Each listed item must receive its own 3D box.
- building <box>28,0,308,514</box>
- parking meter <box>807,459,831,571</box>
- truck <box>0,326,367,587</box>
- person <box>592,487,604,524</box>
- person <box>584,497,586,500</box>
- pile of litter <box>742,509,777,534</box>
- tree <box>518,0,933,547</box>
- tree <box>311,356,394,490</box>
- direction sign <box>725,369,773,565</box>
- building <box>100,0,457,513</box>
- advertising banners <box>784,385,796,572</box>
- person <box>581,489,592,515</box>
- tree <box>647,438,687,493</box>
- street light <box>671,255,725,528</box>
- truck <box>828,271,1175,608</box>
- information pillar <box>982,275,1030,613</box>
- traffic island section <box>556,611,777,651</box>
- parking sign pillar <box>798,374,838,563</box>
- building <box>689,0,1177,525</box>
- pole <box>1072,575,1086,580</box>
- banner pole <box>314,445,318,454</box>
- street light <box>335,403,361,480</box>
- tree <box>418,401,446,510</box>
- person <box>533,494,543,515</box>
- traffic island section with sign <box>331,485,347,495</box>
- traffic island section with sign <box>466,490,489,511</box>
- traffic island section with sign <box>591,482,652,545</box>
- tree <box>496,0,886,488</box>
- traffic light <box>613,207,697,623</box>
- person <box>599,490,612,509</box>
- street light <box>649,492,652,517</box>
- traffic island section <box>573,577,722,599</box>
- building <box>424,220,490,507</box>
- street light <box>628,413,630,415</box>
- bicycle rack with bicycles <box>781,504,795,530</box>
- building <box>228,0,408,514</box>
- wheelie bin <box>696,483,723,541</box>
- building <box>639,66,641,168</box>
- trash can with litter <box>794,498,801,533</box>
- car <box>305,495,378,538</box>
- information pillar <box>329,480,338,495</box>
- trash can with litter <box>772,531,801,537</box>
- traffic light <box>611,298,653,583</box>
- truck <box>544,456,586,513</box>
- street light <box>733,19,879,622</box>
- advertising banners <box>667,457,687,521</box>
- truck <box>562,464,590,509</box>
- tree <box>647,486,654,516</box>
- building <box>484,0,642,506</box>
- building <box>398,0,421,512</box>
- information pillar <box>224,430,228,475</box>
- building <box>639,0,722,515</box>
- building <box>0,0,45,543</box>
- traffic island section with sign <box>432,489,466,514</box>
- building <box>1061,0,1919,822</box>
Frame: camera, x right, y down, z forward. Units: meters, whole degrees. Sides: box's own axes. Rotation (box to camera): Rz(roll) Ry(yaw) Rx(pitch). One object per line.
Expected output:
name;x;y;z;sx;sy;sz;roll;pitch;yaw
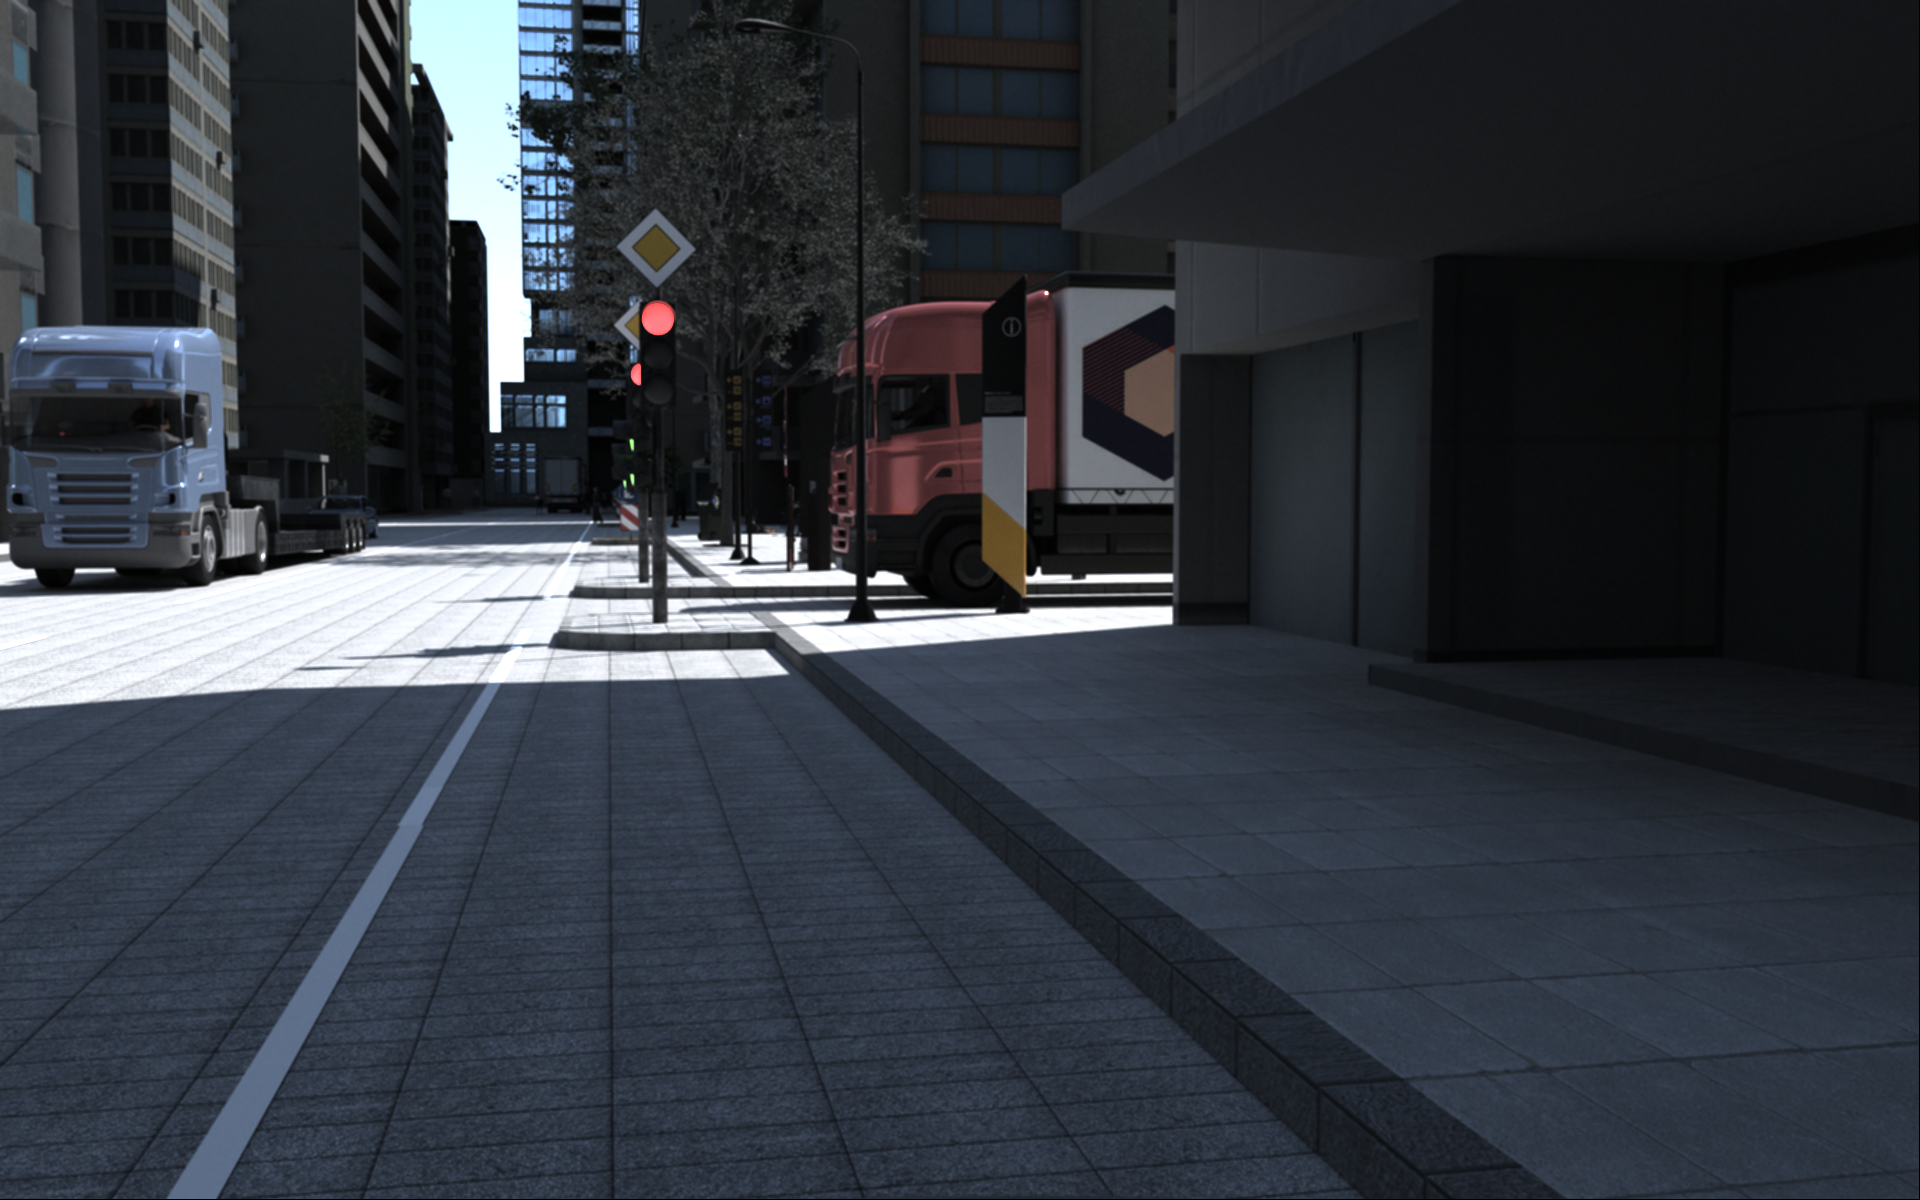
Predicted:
building;-42.985;-23.004;67.993;32.217;40.220;23.993;-1;4;-11
parking meter;-2.365;-1.425;29.013;0.255;1.863;0.399;-3;4;-38
truck;-14.213;-2.684;33.637;2.967;4.110;18.799;-1;4;-11
person;-17.537;-4.568;83.613;0.576;1.772;0.534;2;4;35
person;-33.212;-8.910;154.180;0.705;1.824;1.348;-2;4;-29
pile of litter;-6.528;-2.589;56.291;1.176;0.858;1.719;0;4;-3
tree;-5.604;-8.056;42.091;12.009;13.543;11.850;0;3;0
tree;-33.094;-8.761;93.600;4.737;8.622;4.395;0;3;0
direction sign;-3.838;-2.418;31.538;0.876;3.537;0.379;0;4;6
building;-57.452;-28.181;152.633;23.993;40.220;32.217;-1;4;-11
advertising banners;-2.848;-1.997;28.837;0.090;3.025;2.074;0;4;-2
person;-26.088;-6.913;121.543;0.705;1.822;1.348;3;4;37
tree;-16.759;-6.865;95.954;4.285;4.588;4.351;0;3;0
street light;-4.876;-3.736;33.623;1.470;5.913;1.316;-1;4;-11
truck;3.266;-2.112;23.443;11.283;4.237;2.839;-1;4;-13
information pillar;0.491;-1.669;18.648;0.504;3.616;0.183;1;4;13
traffic island section;-2.965;0.307;17.262;2.009;0.180;2.903;-1;4;-11
parking sign pillar;-2.373;-2.721;32.956;1.447;3.967;1.447;0;4;0
building;-1.138;-26.054;80.606;22.147;44.769;28.867;-1;4;-11
pole;1.786;-1.961;25.907;0.158;3.312;0.155;0;3;0
banner pole;-32.629;-5.981;87.814;0.401;3.779;0.863;-1;4;-8
street light;-31.339;-7.104;88.696;1.470;5.913;1.316;-1;4;-11
tree;-42.524;-11.347;135.888;4.360;8.622;3.978;0;3;0
person;-29.422;-6.665;120.661;0.799;1.438;0.628;0;4;3
traffic island section with sign;-26.354;-3.969;73.521;1.989;1.847;2.006;-1;4;-11
traffic island section with sign;-41.792;-8.622;149.595;1.989;1.847;2.006;-1;4;-11
traffic island section with sign;-9.496;-2.492;49.374;1.989;1.847;2.006;-1;4;-11
tree;-8.931;-12.327;57.434;12.611;20.169;13.585;0;3;0
traffic light;-3.006;-1.726;17.140;0.839;4.253;0.868;-1;4;-11
person;-31.996;-9.018;156.041;1.348;1.812;0.705;1;4;12
street light;-11.489;-5.732;66.266;1.470;5.913;1.316;-1;4;-11
traffic island section;-4.554;-0.172;25.088;2.009;0.180;2.903;-1;4;-11
building;-57.346;-25.166;183.158;14.107;30.474;14.160;-1;4;-11
street light;-18.198;-7.728;98.890;1.470;5.913;1.316;-1;4;-11
bicycle rack with bicycles;-5.475;-3.061;63.434;2.852;0.926;2.925;-1;4;-8
building;-45.882;-29.374;103.969;21.300;48.544;21.600;-1;4;-11
wheelie bin;-6.838;-2.439;47.779;0.693;1.594;0.980;-3;5;-42
building;-15.343;-36.628;140.868;21.231;58.520;28.212;-1;4;-11
trash can with litter;-5.015;-2.778;56.805;0.624;1.170;1.055;2;4;23
car;-19.642;-2.631;55.025;2.014;1.417;4.499;-1;4;-10
information pillar;-31.639;-5.077;87.502;0.304;2.012;0.304;1;4;22
trash can with litter;-4.735;-2.535;52.510;2.233;1.210;1.678;3;5;41
traffic light;-4.595;-2.205;24.966;0.839;4.253;0.868;-1;4;-11
truck;-30.621;-8.899;134.407;2.839;4.237;11.283;-1;4;-10
street light;-1.524;-2.733;17.226;1.470;5.913;1.316;-1;4;-11
advertising banners;-13.545;-5.298;82.808;0.090;3.025;2.074;1;4;15
truck;-36.727;-10.731;164.360;2.839;4.237;11.283;-1;4;-11
tree;-18.182;-6.552;101.730;1.663;3.219;1.824;0;3;0
building;-36.208;-53.701;190.679;31.000;86.520;22.319;-1;4;-11
building;-46.624;-26.856;122.697;14.154;41.232;14.086;-1;4;-11
information pillar;-25.370;-4.185;59.782;0.183;3.616;0.504;0;4;-6
building;-10.472;-30.145;116.568;21.300;48.544;21.600;-1;4;-11
building;-33.131;-25.335;33.844;23.786;49.044;30.456;-1;4;-11
traffic island section with sign;-36.435;-7.006;123.175;1.989;1.847;2.006;-1;4;-11
building;15.379;-25.470;5.666;28.713;52.752;27.495;-1;4;-11
